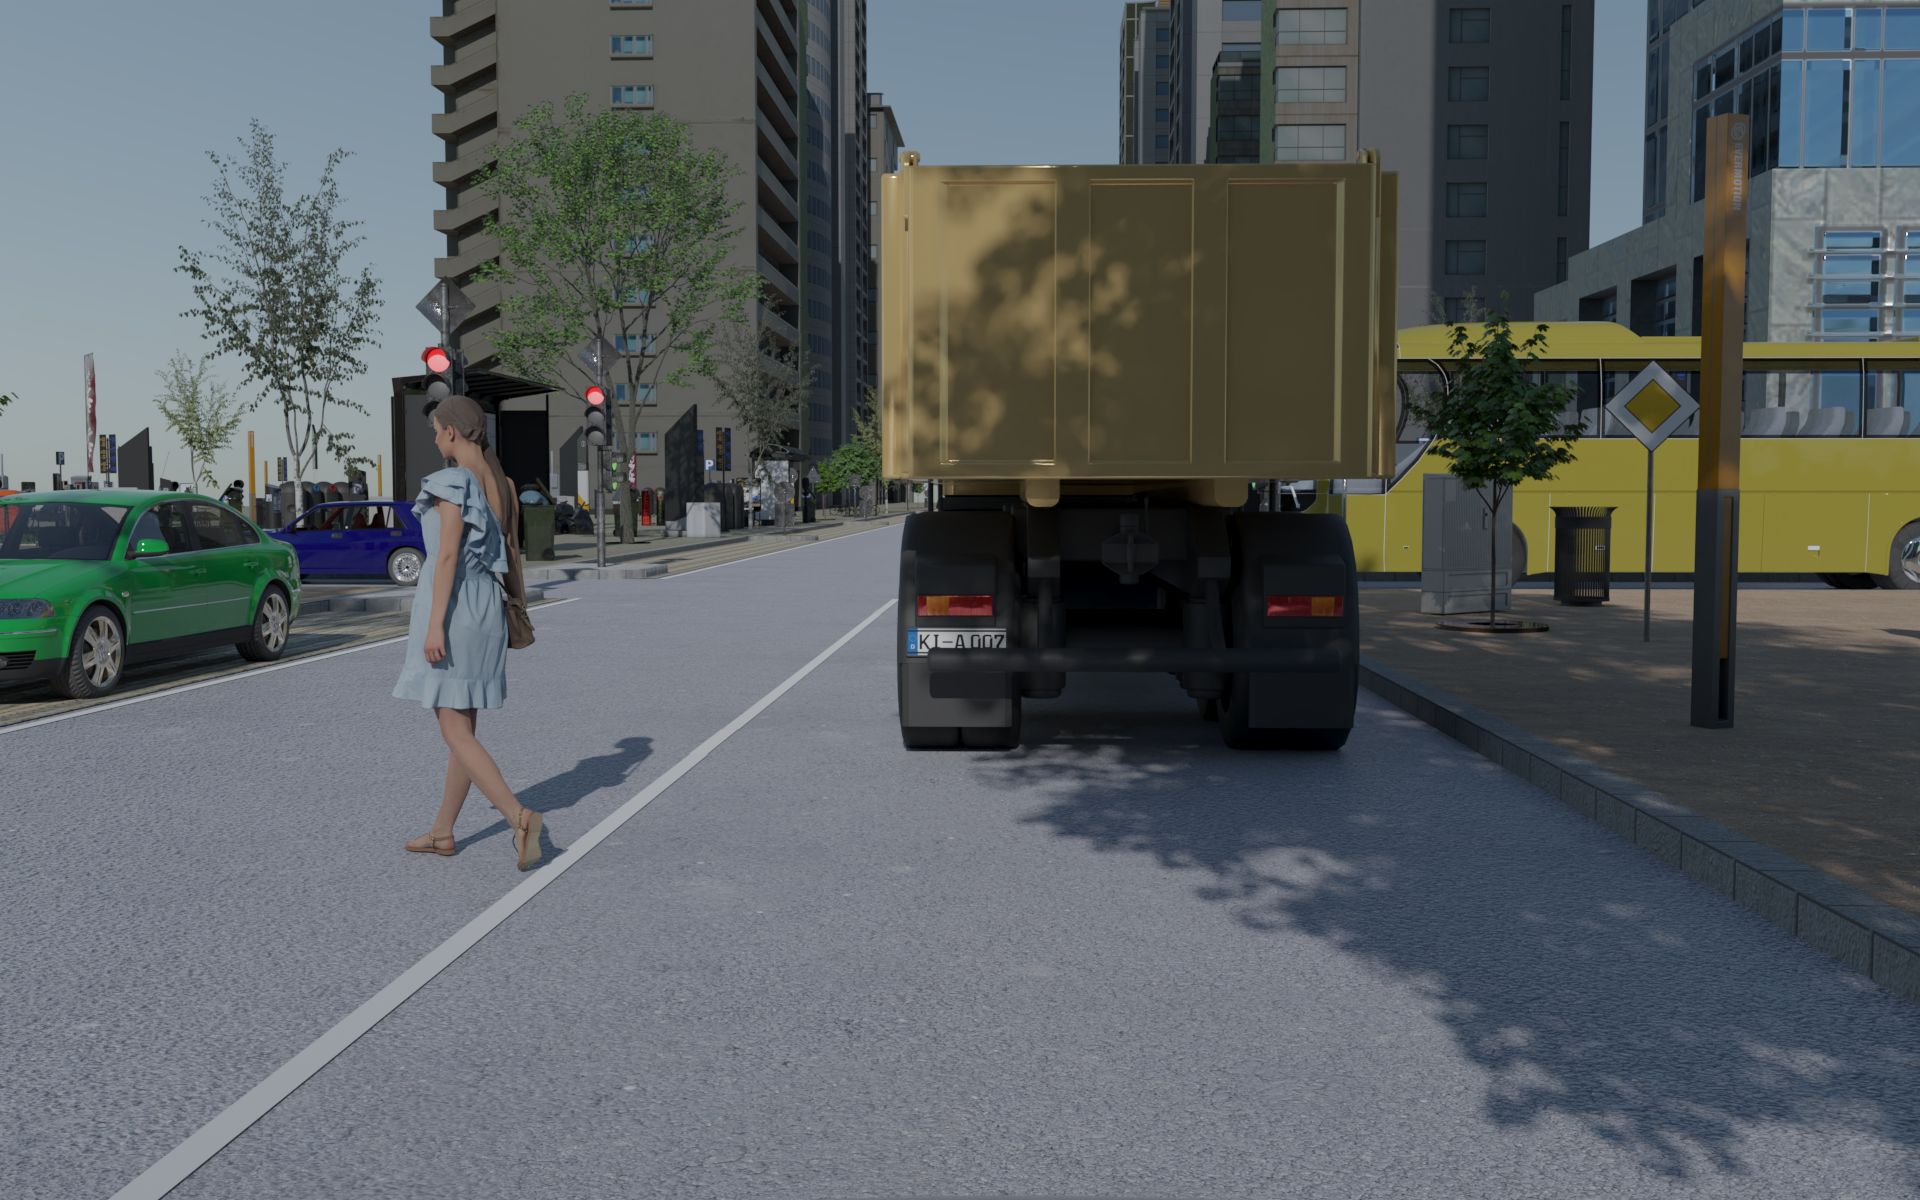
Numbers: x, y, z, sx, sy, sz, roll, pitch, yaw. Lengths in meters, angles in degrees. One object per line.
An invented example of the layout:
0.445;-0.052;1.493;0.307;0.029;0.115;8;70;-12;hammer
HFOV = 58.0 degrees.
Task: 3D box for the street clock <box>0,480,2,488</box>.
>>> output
-45.941;-4.773;82.603;0.471;2.002;0.358;0;4;4;street clock

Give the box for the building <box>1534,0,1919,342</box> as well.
32.003;-44.643;42.584;31.000;86.520;22.319;0;4;2;building

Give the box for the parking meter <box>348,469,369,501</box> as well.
-12.868;-1.918;37.074;0.399;1.863;0.255;-1;4;-16;parking meter

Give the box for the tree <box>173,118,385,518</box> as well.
-13.161;-5.127;34.184;4.360;8.622;3.978;0;3;0;tree

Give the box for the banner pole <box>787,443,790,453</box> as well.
-8.418;-5.802;84.884;0.401;3.779;0.863;-1;4;-13;banner pole

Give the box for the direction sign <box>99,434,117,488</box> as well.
-32.277;-4.506;65.674;0.876;3.537;0.379;2;4;26;direction sign

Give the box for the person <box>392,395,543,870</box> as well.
-1.875;0.113;6.747;0.778;1.811;0.616;2;4;32;person

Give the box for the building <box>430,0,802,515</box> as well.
-22.698;-30.129;116.313;21.300;48.544;21.600;0;4;2;building

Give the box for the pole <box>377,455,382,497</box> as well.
-29.918;-5.840;89.327;0.158;3.312;0.155;0;3;0;pole

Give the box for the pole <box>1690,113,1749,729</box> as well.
4.143;-0.954;9.443;0.158;3.312;0.155;0;3;0;pole

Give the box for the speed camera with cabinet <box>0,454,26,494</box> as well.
-47.087;-5.587;85.679;0.660;3.252;2.038;0;4;6;speed camera with cabinet

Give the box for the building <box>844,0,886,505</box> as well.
-19.505;-47.061;207.704;20.563;71.187;20.611;0;4;2;building

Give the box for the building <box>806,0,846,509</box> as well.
-22.352;-37.604;156.830;21.231;58.520;28.212;0;4;2;building

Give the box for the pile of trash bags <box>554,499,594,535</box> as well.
-13.350;-2.732;54.417;3.447;1.369;1.912;-2;4;-32;pile of trash bags

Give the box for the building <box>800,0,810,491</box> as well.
-19.657;-27.636;135.448;14.154;41.232;14.086;0;4;2;building

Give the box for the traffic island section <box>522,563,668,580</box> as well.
-6.317;-0.499;30.435;2.009;0.180;2.903;0;4;2;traffic island section

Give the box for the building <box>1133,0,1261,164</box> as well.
31.663;-41.003;212.397;21.231;58.520;28.212;0;4;2;building

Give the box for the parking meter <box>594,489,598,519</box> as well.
-19.011;-5.050;90.974;0.372;1.533;0.369;0;3;0;parking meter

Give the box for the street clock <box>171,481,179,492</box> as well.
-44.564;-5.732;98.285;0.358;2.002;0.471;2;4;25;street clock

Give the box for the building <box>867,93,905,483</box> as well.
-22.480;-39.338;232.414;28.713;52.752;27.495;0;4;2;building

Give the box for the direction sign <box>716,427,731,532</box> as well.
-8.043;-4.095;58.954;0.379;3.537;0.876;2;4;26;direction sign

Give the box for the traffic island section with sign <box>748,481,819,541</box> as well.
-5.395;-2.728;53.234;1.989;1.847;2.006;0;4;2;traffic island section with sign

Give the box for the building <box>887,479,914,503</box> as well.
-14.226;-29.483;253.745;14.160;30.474;14.107;0;4;2;building

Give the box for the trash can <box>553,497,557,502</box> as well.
-17.514;-3.866;74.860;0.748;1.137;0.748;0;3;0;trash can

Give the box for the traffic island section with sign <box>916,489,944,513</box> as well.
-2.305;-7.436;130.201;1.989;1.847;2.006;0;4;2;traffic island section with sign

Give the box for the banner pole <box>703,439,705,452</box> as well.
-11.895;-5.441;78.972;0.863;3.779;0.401;1;4;22;banner pole

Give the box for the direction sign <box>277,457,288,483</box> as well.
-41.459;-6.974;106.028;0.876;3.537;0.379;2;4;31;direction sign

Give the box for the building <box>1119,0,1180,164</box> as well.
31.584;-49.763;251.870;20.563;71.187;20.611;0;4;2;building

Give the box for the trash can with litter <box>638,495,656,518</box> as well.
-16.615;-5.264;97.118;2.233;1.210;1.678;2;4;30;trash can with litter

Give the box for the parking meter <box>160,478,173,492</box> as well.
-28.086;-3.401;61.321;0.399;1.863;0.255;-1;4;-22;parking meter

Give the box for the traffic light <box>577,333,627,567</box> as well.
-6.278;-2.531;30.299;0.839;4.253;0.868;0;4;2;traffic light

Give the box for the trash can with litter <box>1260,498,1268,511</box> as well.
5.942;-1.298;32.277;1.678;1.210;2.233;2;4;27;trash can with litter

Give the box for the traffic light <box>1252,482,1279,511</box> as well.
3.954;-2.018;21.913;0.839;4.253;0.868;0;4;2;traffic light

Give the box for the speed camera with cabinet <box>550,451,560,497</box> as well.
-18.559;-5.267;80.453;0.660;3.252;2.038;2;4;32;speed camera with cabinet

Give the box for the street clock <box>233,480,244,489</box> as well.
-36.193;-5.039;86.952;0.471;2.002;0.358;1;4;11;street clock

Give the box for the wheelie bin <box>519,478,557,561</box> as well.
-8.120;-1.557;33.365;0.693;1.594;0.980;-1;4;-13;wheelie bin

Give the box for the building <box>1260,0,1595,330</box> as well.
21.236;-24.428;82.987;14.154;41.232;14.086;0;4;2;building

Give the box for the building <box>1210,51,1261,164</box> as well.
23.576;-21.094;116.581;14.160;30.474;14.107;0;4;2;building

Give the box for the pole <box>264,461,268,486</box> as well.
-42.477;-6.863;106.053;0.158;3.312;0.155;0;3;0;pole

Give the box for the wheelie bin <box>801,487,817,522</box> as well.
-6.943;-4.370;79.357;0.693;1.594;0.980;-1;4;-15;wheelie bin

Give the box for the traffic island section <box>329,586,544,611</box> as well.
-6.639;-0.011;22.457;2.009;0.180;2.903;0;4;2;traffic island section

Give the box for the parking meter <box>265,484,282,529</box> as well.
-17.080;-2.122;43.100;0.372;1.533;0.369;0;3;0;parking meter

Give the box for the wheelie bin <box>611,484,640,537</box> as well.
-10.032;-2.697;52.007;0.693;1.594;0.980;-3;5;-39;wheelie bin

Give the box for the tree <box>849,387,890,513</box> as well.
-5.109;-10.064;114.910;4.737;8.622;4.395;0;3;0;tree

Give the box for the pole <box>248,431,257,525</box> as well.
-22.852;-3.796;55.907;0.158;3.312;0.155;0;3;0;pole

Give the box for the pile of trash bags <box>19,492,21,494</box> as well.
-18.717;-1.660;36.895;3.447;1.369;1.912;-1;4;-13;pile of trash bags

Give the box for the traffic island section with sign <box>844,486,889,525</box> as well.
-4.319;-4.376;80.168;1.989;1.847;2.006;0;4;2;traffic island section with sign

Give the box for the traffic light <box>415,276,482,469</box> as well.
-6.599;-2.043;22.321;0.839;4.253;0.868;0;4;2;traffic light

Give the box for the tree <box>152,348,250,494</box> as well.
-38.798;-8.432;88.221;4.737;8.622;4.395;0;3;0;tree

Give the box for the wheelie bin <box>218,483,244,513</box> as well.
-20.593;-2.511;48.957;0.693;1.594;0.980;-2;4;-23;wheelie bin

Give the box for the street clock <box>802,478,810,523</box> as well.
-6.801;-4.388;76.309;0.358;2.002;0.471;1;4;9;street clock

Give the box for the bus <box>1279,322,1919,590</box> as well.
10.652;-2.062;25.262;12.252;3.916;2.896;0;4;1;bus

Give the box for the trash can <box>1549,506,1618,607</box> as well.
7.141;-0.503;19.873;0.748;1.137;0.748;0;3;0;trash can

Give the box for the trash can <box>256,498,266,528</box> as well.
-26.319;-3.295;65.522;0.748;1.137;0.748;0;3;0;trash can
